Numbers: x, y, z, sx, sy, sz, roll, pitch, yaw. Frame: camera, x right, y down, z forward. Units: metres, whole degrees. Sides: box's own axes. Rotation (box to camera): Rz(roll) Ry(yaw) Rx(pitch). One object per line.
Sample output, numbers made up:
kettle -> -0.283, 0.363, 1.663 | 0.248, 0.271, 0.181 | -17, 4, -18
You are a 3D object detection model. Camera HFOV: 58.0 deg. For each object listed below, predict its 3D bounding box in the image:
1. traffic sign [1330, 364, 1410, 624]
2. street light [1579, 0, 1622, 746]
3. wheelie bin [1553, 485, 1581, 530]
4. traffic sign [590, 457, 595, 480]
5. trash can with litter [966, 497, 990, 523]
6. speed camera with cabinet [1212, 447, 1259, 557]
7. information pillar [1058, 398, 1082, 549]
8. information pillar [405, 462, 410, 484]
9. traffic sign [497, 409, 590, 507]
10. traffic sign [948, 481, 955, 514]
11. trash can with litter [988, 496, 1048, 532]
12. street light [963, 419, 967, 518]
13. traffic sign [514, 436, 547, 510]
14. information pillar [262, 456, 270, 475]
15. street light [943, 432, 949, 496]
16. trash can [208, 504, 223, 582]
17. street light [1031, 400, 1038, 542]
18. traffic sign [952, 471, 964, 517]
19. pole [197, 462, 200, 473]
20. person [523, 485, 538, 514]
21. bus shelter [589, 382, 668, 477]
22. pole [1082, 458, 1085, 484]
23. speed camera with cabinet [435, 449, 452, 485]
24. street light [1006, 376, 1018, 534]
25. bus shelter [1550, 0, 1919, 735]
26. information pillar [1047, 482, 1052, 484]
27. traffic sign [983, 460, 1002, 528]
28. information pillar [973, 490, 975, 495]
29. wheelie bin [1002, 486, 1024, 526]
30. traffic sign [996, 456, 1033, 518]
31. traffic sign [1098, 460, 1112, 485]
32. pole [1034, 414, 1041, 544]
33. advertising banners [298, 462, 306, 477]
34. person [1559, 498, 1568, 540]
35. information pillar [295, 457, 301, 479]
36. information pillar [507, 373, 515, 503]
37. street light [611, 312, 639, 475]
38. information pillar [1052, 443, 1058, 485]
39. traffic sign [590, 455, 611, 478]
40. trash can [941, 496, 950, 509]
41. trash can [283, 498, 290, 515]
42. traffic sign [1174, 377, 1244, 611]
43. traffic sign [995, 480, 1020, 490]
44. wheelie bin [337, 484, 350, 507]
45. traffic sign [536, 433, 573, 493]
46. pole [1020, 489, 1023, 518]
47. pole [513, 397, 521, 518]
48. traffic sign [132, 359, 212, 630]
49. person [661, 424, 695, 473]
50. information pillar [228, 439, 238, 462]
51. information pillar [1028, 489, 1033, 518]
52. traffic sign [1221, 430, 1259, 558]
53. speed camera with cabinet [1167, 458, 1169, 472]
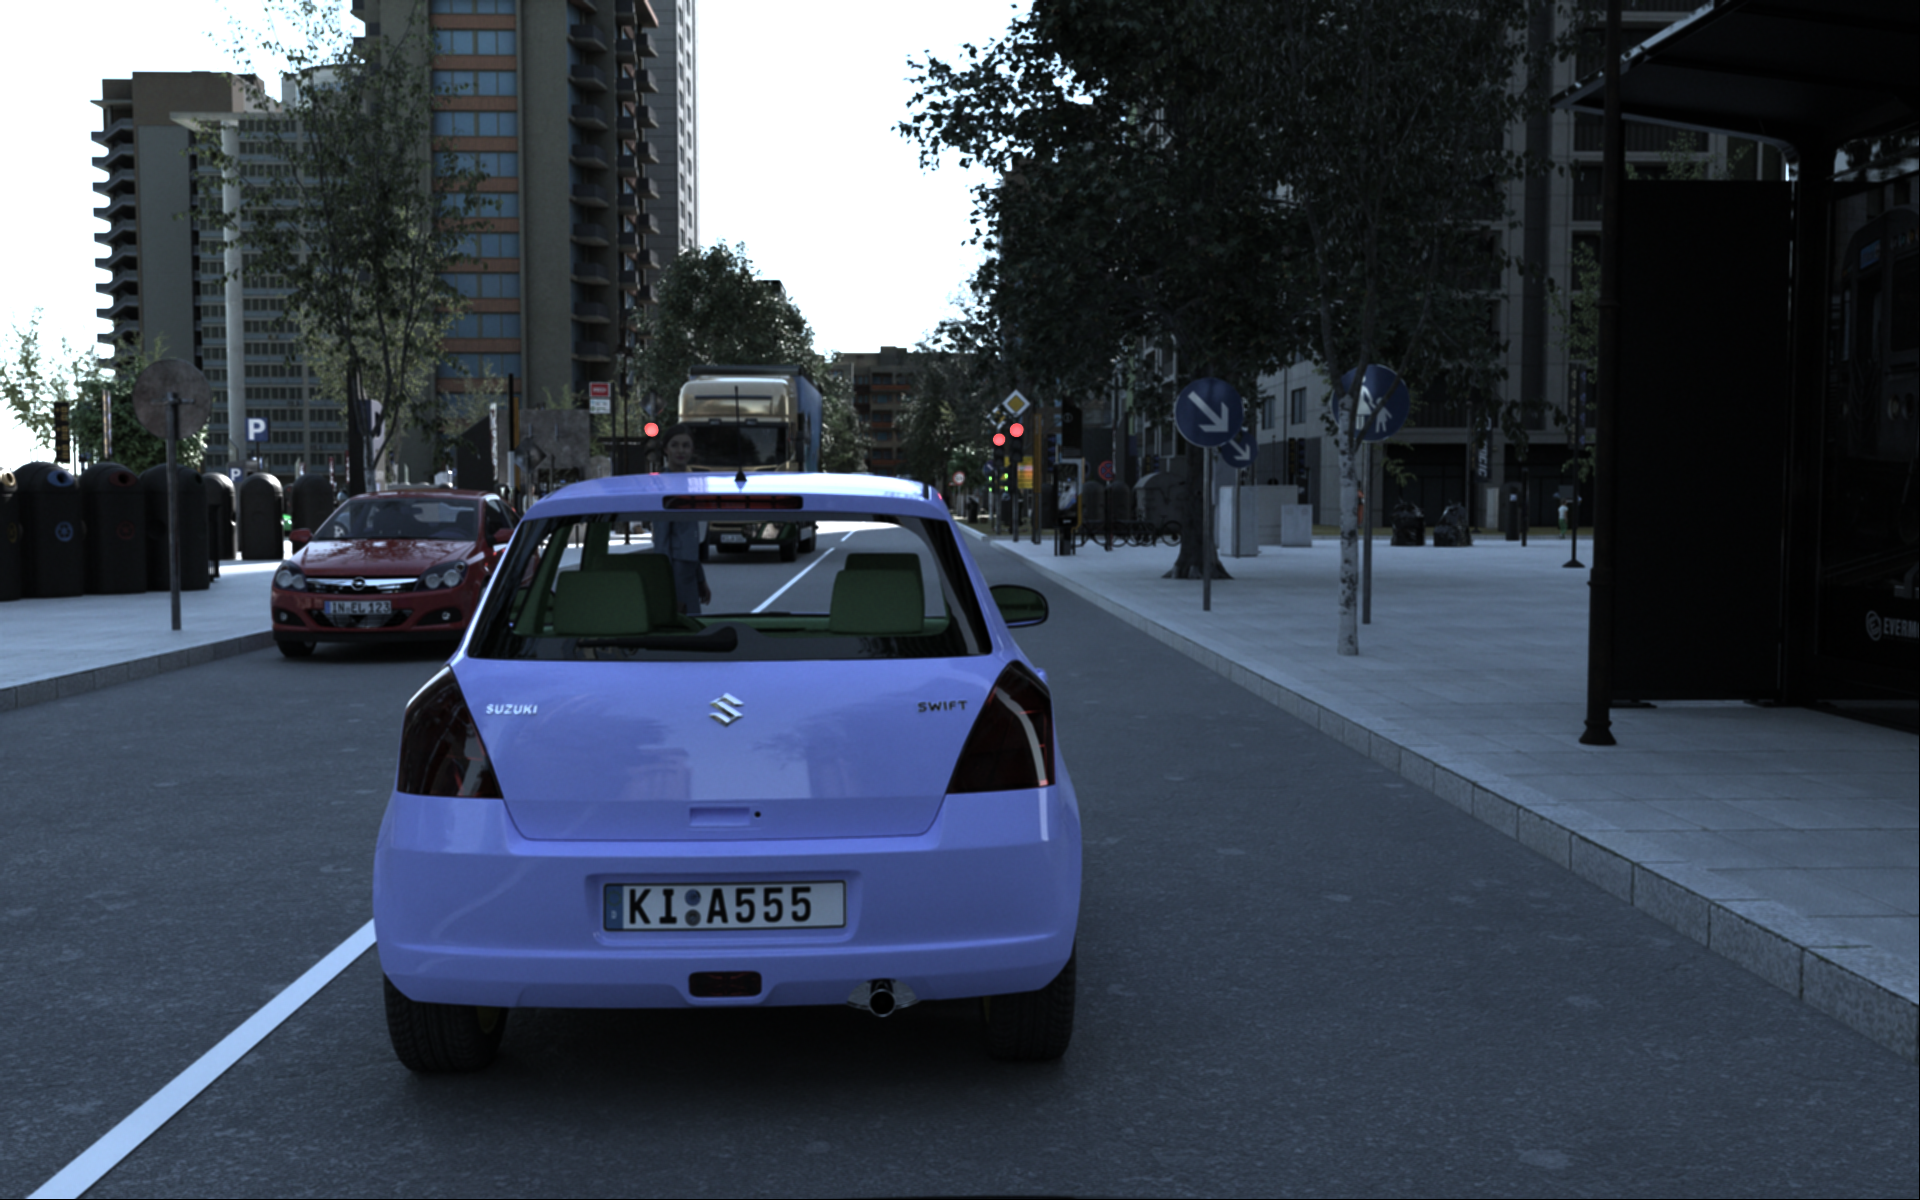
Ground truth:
traffic sign -> 4.022, -1.037, 17.060 | 0.768, 2.556, 0.104 | 0, 4, 7
street light -> 3.283, -2.199, 8.739 | 0.468, 5.910, 1.993 | 0, 4, -2
wheelie bin -> 21.943, -3.351, 62.692 | 0.980, 1.594, 0.693 | 0, 4, 5
traffic sign -> -12.765, -3.653, 59.837 | 0.768, 2.556, 0.104 | 0, 4, 5
trash can with litter -> 0.783, -3.959, 76.114 | 1.055, 1.170, 0.624 | 1, 4, 14
speed camera with cabinet -> 5.707, -2.568, 36.323 | 0.660, 3.252, 2.038 | 0, 4, -8
information pillar -> 2.597, -3.002, 40.435 | 0.504, 3.616, 0.183 | 0, 4, 7
information pillar -> -40.877, -8.364, 128.104 | 0.504, 3.616, 0.183 | 3, 5, 40
traffic sign -> -10.017, -2.924, 41.683 | 2.265, 3.308, 0.079 | 0, 4, 5
traffic sign -> -0.326, -6.725, 109.964 | 0.884, 2.594, 0.081 | 0, 4, 6
trash can with litter -> 1.971, -2.949, 59.270 | 2.233, 1.210, 1.678 | -1, 4, -8
street light -> 0.265, -7.323, 92.516 | 0.468, 5.910, 1.993 | 0, 4, -2
traffic sign -> -8.616, -2.040, 34.541 | 0.795, 2.450, 0.064 | 0, 4, 4
information pillar -> -42.873, -7.076, 107.054 | 0.504, 3.616, 0.183 | 1, 4, 8
street light -> -1.008, -9.542, 128.799 | 0.468, 5.910, 1.993 | 0, 4, -2
trash can -> -11.145, -0.833, 25.269 | 0.748, 1.137, 0.748 | 0, 3, 0
street light -> 1.981, -4.481, 46.050 | 0.468, 5.910, 1.993 | 0, 4, -2
traffic sign -> -0.037, -5.915, 96.818 | 0.768, 2.556, 0.104 | 0, 4, 6
pole -> -47.584, -7.002, 108.333 | 0.158, 3.312, 0.155 | 0, 3, 0
person -> -12.138, -2.421, 49.085 | 0.512, 1.701, 0.522 | -3, 4, -37
bus shelter -> -12.268, -5.328, 64.743 | 2.179, 5.291, 8.768 | 0, 4, -2
pole -> 6.844, -6.288, 96.659 | 0.158, 3.312, 0.155 | 0, 3, 0
speed camera with cabinet -> -21.271, -4.765, 72.240 | 0.660, 3.252, 2.038 | 0, 4, 5
street light -> 1.647, -5.038, 55.159 | 0.468, 5.910, 1.993 | 0, 4, -2
bus shelter -> 4.474, -0.983, 7.357 | 1.731, 3.624, 6.357 | 0, 4, -2
information pillar -> 5.538, -6.246, 106.618 | 0.304, 2.012, 0.304 | 1, 4, 20
traffic sign -> 1.234, -3.943, 64.580 | 0.768, 2.556, 0.104 | 0, 4, 0
information pillar -> 1.003, -8.374, 128.276 | 0.183, 3.616, 0.504 | 2, 4, 28
wheelie bin -> 2.066, -3.726, 68.836 | 0.693, 1.594, 0.980 | 3, 5, 40
traffic sign -> 3.021, -5.983, 91.693 | 2.265, 3.308, 0.079 | 0, 4, 3
traffic sign -> 5.597, -3.995, 65.425 | 0.768, 2.556, 0.104 | 0, 4, 0
pole -> 1.977, -3.080, 44.194 | 0.158, 3.312, 0.155 | 0, 3, 0
advertising banners -> -36.634, -6.043, 94.983 | 2.074, 3.025, 0.090 | 2, 4, 25
person -> 18.379, -2.450, 52.803 | 0.306, 1.304, 0.590 | 3, 4, 38
information pillar -> -41.501, -7.175, 108.669 | 0.504, 3.616, 0.183 | 2, 4, 35
information pillar -> -8.764, -2.598, 33.831 | 0.183, 3.616, 0.504 | -1, 4, -19
street light -> -8.511, -4.363, 44.123 | 0.468, 5.910, 1.993 | 0, 4, -2
information pillar -> 4.440, -5.440, 80.296 | 0.183, 3.616, 0.504 | -2, 4, -27
traffic sign -> -11.805, -3.464, 56.742 | 0.768, 2.556, 0.104 | 0, 4, 3
trash can -> -1.055, -6.820, 123.161 | 0.748, 1.137, 0.748 | 0, 3, 0
trash can -> -24.695, -3.133, 62.870 | 0.748, 1.137, 0.748 | 0, 3, 0
traffic sign -> 2.719, -1.156, 19.000 | 0.768, 2.556, 0.104 | 0, 4, 1
traffic sign -> 2.946, -7.325, 113.629 | 2.265, 3.308, 0.079 | 0, 4, 2
wheelie bin -> -18.945, -2.815, 53.932 | 0.693, 1.594, 0.980 | 2, 4, 29
traffic sign -> -8.645, -2.245, 36.702 | 0.884, 2.594, 0.081 | 0, 4, 0
pole -> 3.358, -6.103, 93.620 | 0.158, 3.312, 0.155 | 0, 3, 0
pole -> -9.355, -2.608, 36.486 | 0.158, 3.312, 0.155 | 0, 3, 0
traffic sign -> -7.416, -0.991, 16.314 | 0.768, 2.556, 0.104 | 0, 4, 3
person -> -1.628, -0.074, 9.742 | 0.654, 1.822, 0.581 | 2, 4, 28
information pillar -> -30.877, -5.033, 73.649 | 0.504, 3.616, 0.183 | 2, 4, 25
information pillar -> 3.847, -5.379, 92.443 | 0.304, 2.012, 0.304 | -3, 5, -41
traffic sign -> 5.555, -2.107, 34.554 | 0.768, 2.556, 0.104 | 0, 3, 0
speed camera with cabinet -> 11.340, -6.174, 95.286 | 0.660, 3.252, 2.038 | 2, 4, 31
